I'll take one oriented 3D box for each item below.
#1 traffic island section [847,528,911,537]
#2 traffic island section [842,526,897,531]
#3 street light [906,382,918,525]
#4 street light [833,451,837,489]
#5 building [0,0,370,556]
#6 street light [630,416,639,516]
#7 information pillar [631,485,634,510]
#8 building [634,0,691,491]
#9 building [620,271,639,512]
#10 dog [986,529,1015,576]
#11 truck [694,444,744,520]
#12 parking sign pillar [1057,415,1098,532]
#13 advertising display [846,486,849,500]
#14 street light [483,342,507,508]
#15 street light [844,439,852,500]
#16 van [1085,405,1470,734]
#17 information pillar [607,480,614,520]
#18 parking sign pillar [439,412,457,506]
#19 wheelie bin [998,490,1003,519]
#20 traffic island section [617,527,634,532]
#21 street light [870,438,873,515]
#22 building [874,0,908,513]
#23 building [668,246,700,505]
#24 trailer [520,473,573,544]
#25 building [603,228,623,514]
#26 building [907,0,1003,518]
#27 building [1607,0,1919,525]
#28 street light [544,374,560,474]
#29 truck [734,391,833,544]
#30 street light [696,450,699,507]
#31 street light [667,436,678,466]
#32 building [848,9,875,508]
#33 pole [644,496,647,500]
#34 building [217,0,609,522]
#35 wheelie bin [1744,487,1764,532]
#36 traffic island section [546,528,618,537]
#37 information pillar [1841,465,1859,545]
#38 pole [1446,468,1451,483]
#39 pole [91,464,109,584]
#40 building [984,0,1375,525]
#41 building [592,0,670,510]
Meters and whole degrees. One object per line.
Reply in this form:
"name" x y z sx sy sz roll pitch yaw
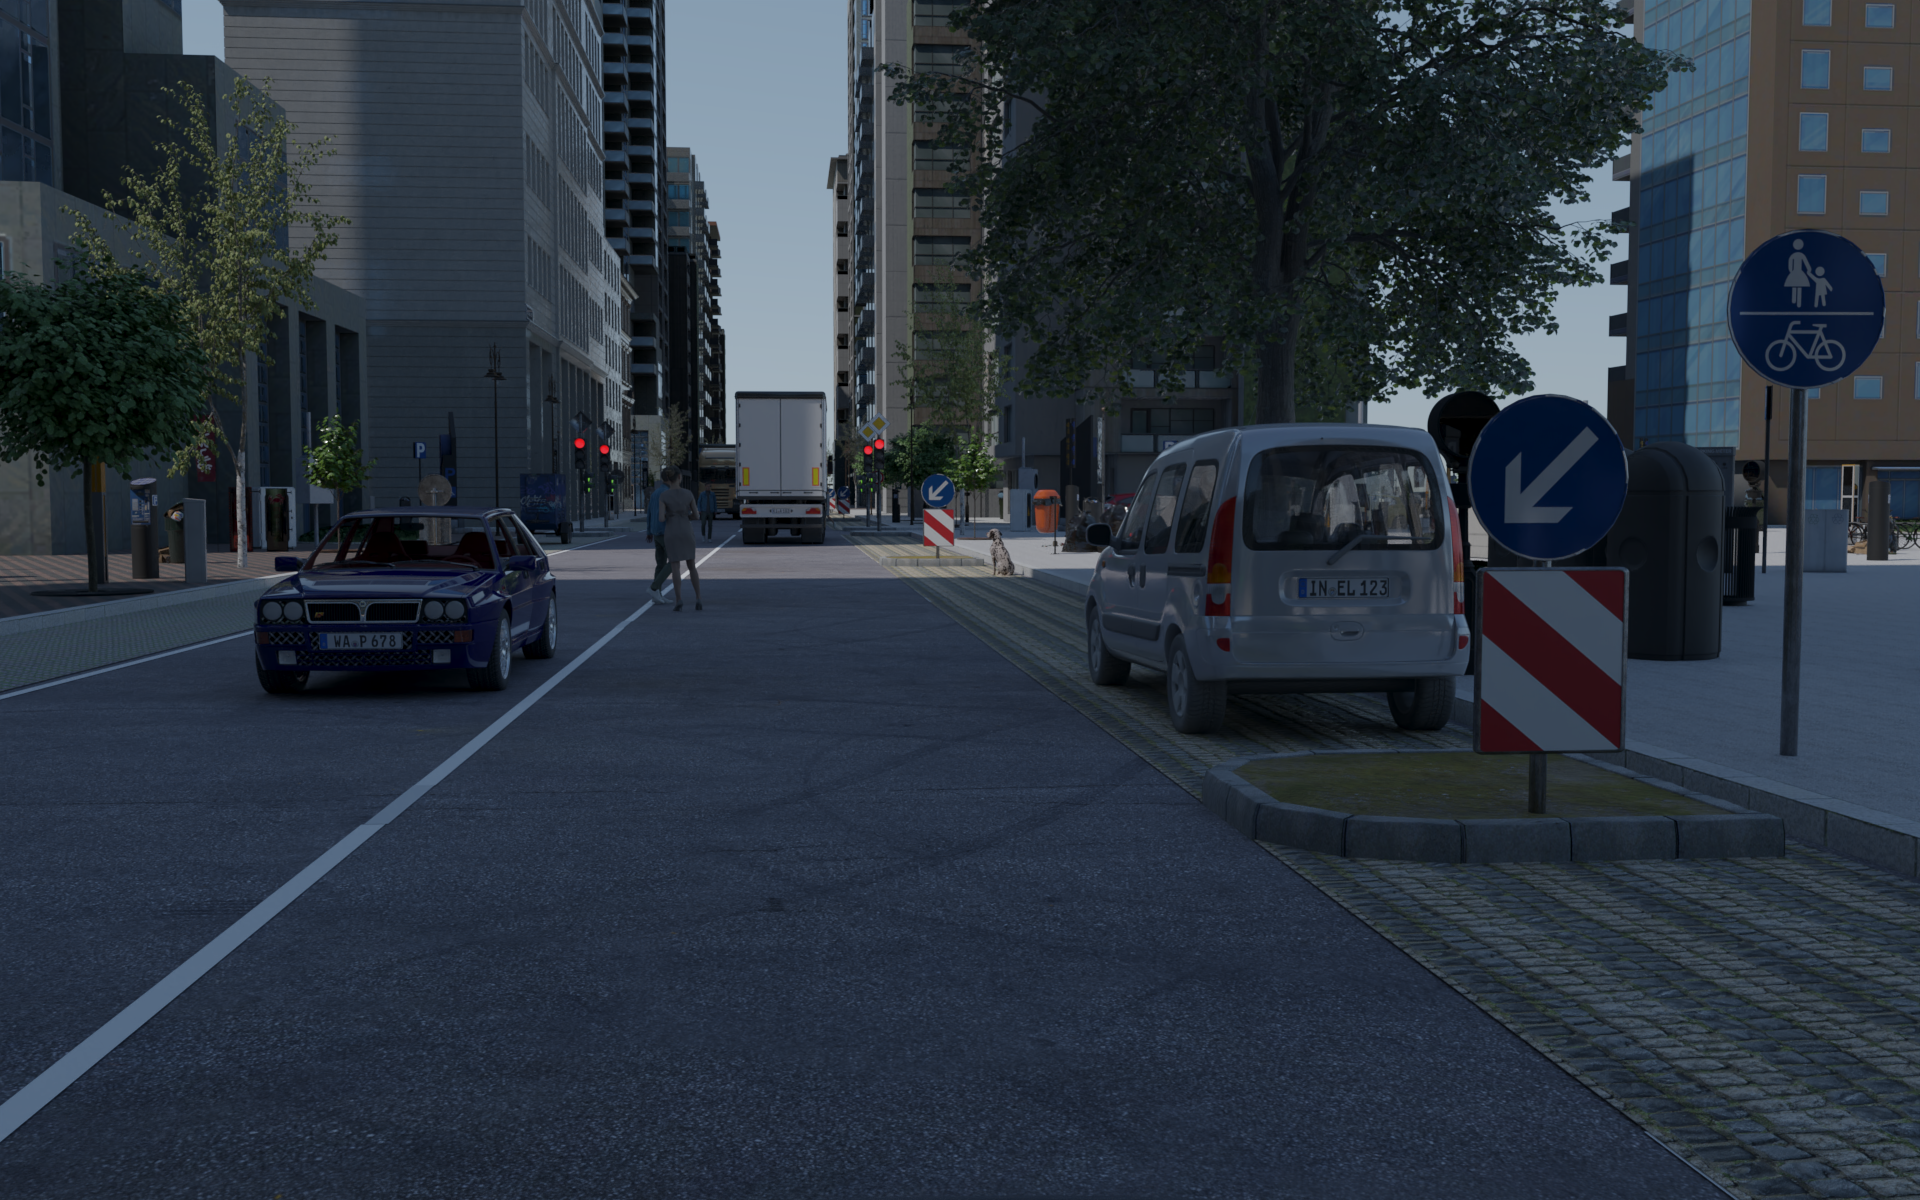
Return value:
"traffic island section" -2.752 -2.278 59.519 2.009 0.180 2.903 0 4 -6
"traffic island section" -3.553 -2.764 67.464 2.009 0.180 2.903 0 4 -6
"street light" -1.995 -6.030 71.382 0.468 5.910 1.993 0 4 -6
"street light" -13.283 -12.905 183.777 0.468 5.910 1.993 0 4 -6
"building" -33.922 -44.627 42.330 31.000 86.520 22.319 0 4 -6
"street light" -18.949 -7.836 100.901 0.468 5.910 1.993 0 4 -6
"information pillar" -26.372 -8.234 139.119 0.304 2.012 0.304 -1 4 -15
"building" -38.823 -45.350 179.732 20.563 71.187 20.611 0 4 -6
"building" -28.604 -15.716 121.580 10.561 19.102 19.286 0 4 -6
"dog" 0.703 -0.823 30.286 0.513 0.831 0.800 0 4 3
"truck" -13.612 -6.750 99.271 2.839 4.237 11.283 0 4 -6
"parking sign pillar" 4.076 -4.341 59.450 1.447 3.967 1.447 3 5 40
"advertising display" -8.965 -8.133 138.184 0.123 1.923 0.974 -1 4 -14
"street light" -14.146 -4.896 52.837 0.468 5.910 1.993 0 4 -6
"street light" -9.781 -10.755 148.629 0.468 5.910 1.993 0 4 -6
"van" 1.954 -0.289 11.739 2.013 2.044 4.112 0 4 -6
"information pillar" -17.209 -4.931 85.111 0.304 2.012 0.304 3 4 37
"parking sign pillar" -16.570 -4.138 56.133 1.447 3.967 1.447 -1 4 -20
"wheelie bin" 2.302 -4.891 87.871 0.693 1.594 0.980 1 4 16
"traffic island section" -13.595 -2.702 66.461 2.009 0.180 2.903 0 4 -6
"street light" -5.428 -8.142 105.913 0.468 5.910 1.993 0 4 -6
"building" 4.126 -35.874 128.539 21.231 58.520 28.212 0 4 -6
"building" -37.364 -26.142 199.130 14.160 30.474 14.107 0 4 -6
"trailer" -11.801 -2.554 48.808 1.471 1.999 3.904 0 4 -7
"building" -26.324 -15.221 103.613 10.420 20.320 16.860 0 4 -6
"building" 3.799 -20.086 100.110 14.160 30.474 14.107 0 4 -6
"building" 39.334 -26.130 77.343 14.200 45.320 14.600 0 4 -6
"street light" -15.650 -5.738 66.599 0.468 5.910 1.993 0 4 -6
"truck" -5.290 -3.905 52.754 2.839 4.237 11.283 0 4 -4
"street light" -26.803 -12.501 177.184 0.468 5.910 1.993 0 4 -6
"street light" -22.547 -9.932 135.173 0.468 5.910 1.993 0 4 -6
"building" 1.027 -33.775 171.832 23.786 49.044 30.456 0 4 -6
"pole" -23.220 -8.207 128.024 0.158 3.312 0.155 0 3 0
"building" -23.515 -18.514 80.201 11.434 29.767 29.804 0 4 -6
"wheelie bin" 27.321 -3.156 59.516 0.693 1.594 0.980 1 4 16
"traffic island section" -12.794 -2.216 58.516 2.009 0.180 2.903 0 4 -6
"information pillar" 22.326 -2.384 43.470 0.304 2.012 0.304 -3 5 -41
"pole" 21.775 -5.099 77.208 0.158 3.312 0.155 0 3 0
"pole" -12.295 -1.887 24.690 0.158 3.312 0.155 0 3 0
"building" 8.649 -23.831 73.226 14.086 41.232 14.154 0 4 -6
"building" -37.108 -51.430 153.549 22.319 86.520 31.000 0 4 -6
